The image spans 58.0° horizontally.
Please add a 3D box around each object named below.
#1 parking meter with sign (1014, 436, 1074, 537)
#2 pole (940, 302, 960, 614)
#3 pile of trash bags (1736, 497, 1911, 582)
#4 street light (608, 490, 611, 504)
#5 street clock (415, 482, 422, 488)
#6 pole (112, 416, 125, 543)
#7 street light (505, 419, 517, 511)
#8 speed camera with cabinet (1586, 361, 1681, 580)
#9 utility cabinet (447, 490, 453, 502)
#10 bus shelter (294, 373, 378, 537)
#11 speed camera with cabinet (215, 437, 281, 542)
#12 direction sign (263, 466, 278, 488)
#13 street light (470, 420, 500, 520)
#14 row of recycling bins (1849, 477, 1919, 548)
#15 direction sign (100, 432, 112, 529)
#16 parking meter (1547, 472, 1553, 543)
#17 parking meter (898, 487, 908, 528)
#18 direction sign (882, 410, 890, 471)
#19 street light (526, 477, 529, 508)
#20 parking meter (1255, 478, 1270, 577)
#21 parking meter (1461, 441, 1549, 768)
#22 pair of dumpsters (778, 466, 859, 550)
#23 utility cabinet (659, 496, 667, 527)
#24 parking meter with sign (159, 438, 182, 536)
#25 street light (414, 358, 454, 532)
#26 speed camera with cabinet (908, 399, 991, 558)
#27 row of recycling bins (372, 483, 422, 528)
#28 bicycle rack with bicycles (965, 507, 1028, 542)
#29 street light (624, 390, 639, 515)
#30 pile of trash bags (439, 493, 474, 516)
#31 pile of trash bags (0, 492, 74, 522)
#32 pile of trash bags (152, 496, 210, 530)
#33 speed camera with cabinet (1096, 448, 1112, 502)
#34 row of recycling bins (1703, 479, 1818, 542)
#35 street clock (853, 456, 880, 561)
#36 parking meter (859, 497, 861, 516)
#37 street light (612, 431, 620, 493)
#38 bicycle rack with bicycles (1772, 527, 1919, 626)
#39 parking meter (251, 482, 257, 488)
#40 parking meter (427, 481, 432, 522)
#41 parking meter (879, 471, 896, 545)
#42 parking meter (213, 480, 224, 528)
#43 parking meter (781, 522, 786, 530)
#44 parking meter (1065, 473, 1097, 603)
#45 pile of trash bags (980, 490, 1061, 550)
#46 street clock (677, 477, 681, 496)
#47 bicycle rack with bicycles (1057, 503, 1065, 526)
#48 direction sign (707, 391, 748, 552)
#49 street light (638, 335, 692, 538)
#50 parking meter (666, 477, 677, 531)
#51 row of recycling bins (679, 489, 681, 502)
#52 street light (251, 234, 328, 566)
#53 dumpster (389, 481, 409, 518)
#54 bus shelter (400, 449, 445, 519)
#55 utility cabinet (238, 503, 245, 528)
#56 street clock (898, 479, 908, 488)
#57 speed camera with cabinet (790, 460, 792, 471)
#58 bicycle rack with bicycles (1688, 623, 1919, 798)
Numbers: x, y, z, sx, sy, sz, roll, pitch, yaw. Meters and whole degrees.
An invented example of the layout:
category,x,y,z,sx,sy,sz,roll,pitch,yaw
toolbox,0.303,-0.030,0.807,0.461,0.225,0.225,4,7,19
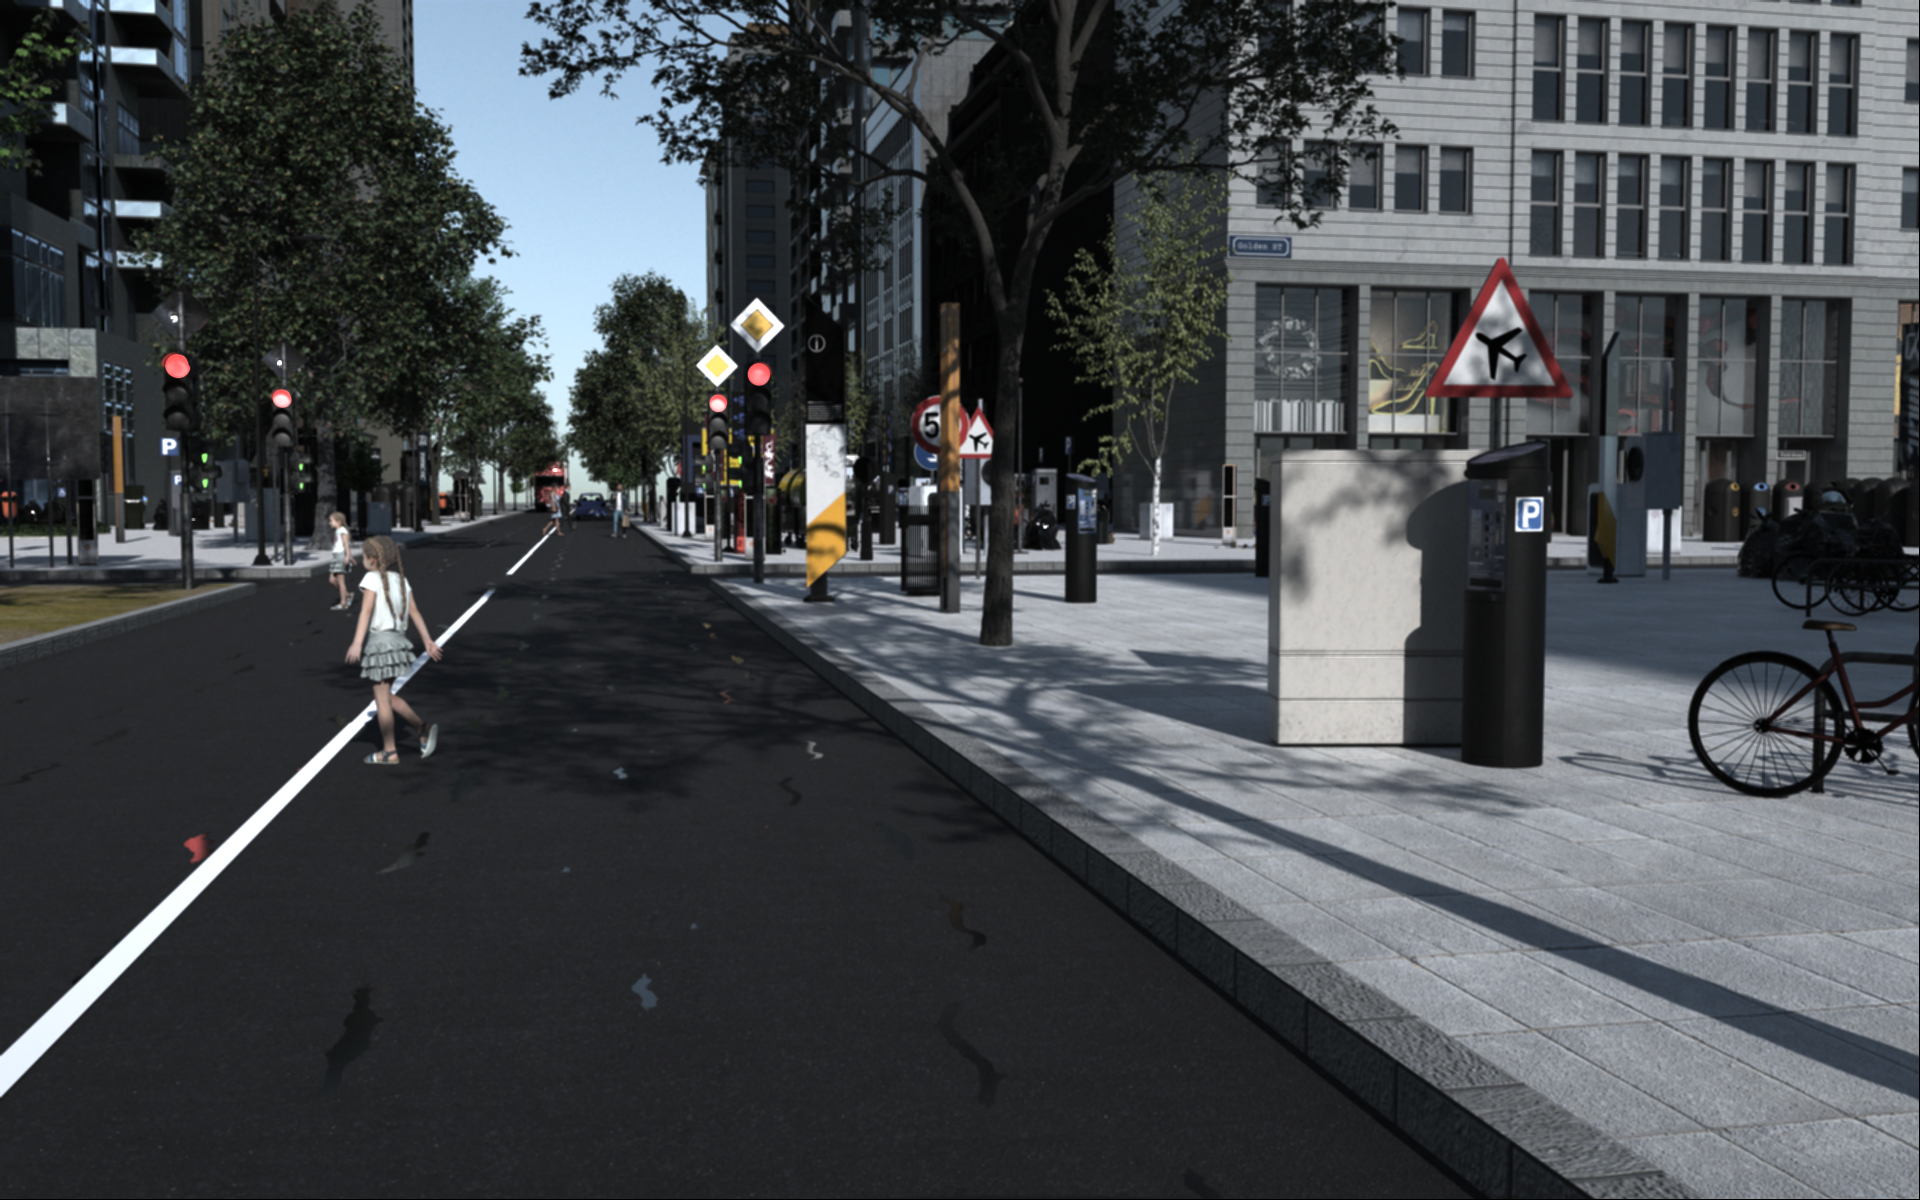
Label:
category,x,y,z,sx,sy,sz,roll,pitch,yaw
parking meter with sign,2.514,-3.413,52.069,1.738,3.016,0.543,-1,4,-17
pole,-0.107,-1.513,18.586,0.158,3.312,0.155,0,3,0
pile of trash bags,13.690,-1.000,26.099,3.447,1.369,1.912,0,4,7
street light,-24.742,-9.403,126.276,1.470,5.913,1.316,-1,4,-12
street clock,-26.051,-4.808,83.183,0.358,2.002,0.471,1,4,15
pole,-22.050,-3.152,45.385,0.158,3.312,0.155,0,3,0
street light,-28.075,-8.194,106.507,1.470,5.913,1.316,-1,4,-12
speed camera with cabinet,10.320,-1.972,26.581,0.660,3.252,2.038,0,4,-3
utility cabinet,-30.286,-5.820,103.831,1.173,1.500,0.318,2,4,35
bus shelter,-20.619,-4.817,56.396,2.179,5.291,8.768,-1,4,-12
speed camera with cabinet,-19.125,-3.201,46.666,0.660,3.252,2.038,1,4,17
direction sign,-33.364,-5.613,83.770,0.876,3.537,0.379,1,4,17
street light,-23.472,-6.887,85.139,1.470,5.913,1.316,-1,4,-12
row of recycling bins,23.018,-2.199,43.070,1.069,1.692,3.534,-1,4,-9
direction sign,-31.367,-4.375,63.528,0.379,3.537,0.876,-1,4,-12
parking meter,15.327,-2.433,45.494,0.399,1.863,0.255,-2,4,-28
parking meter,-2.122,-3.451,64.842,0.372,1.533,0.369,0,3,0
direction sign,-2.019,-3.378,47.233,0.379,3.537,0.876,1,4,11
street light,-33.834,-9.855,133.664,1.470,5.913,1.316,-1,4,-12
parking meter,4.774,-1.128,26.850,0.372,1.533,0.369,0,3,0
parking meter,2.590,0.011,8.233,0.372,1.533,0.369,0,3,0
pair of dumpsters,-3.362,-2.387,41.525,1.574,2.255,4.437,-1,4,-12
utility cabinet,-11.618,-3.471,67.916,0.306,1.237,1.020,-1,4,-12
parking meter with sign,-24.040,-3.475,53.085,0.543,3.016,1.738,-3,4,-36
street light,-17.729,-5.252,58.419,1.470,5.913,1.316,-1,4,-12
speed camera with cabinet,-0.055,-2.519,35.521,2.038,3.252,0.660,-2,4,-33
row of recycling bins,-22.411,-3.628,66.434,3.534,1.692,1.069,0,4,3
bicycle rack with bicycles,0.170,-2.080,47.395,2.925,0.926,2.852,1,4,23
street light,-14.347,-6.442,77.875,1.470,5.913,1.316,-1,4,-12
pile of trash bags,-29.612,-5.572,100.853,1.912,1.369,3.447,0,4,2
pile of trash bags,-33.083,-3.179,61.731,1.912,1.369,3.447,0,4,-1
pile of trash bags,-27.688,-3.168,61.553,1.912,1.369,3.447,-2,4,-25
speed camera with cabinet,5.954,-4.804,72.880,0.660,3.252,2.038,1,4,14
row of recycling bins,21.707,-2.403,46.407,3.534,1.692,1.069,0,4,-1
street clock,-1.808,-1.766,33.450,0.471,2.002,0.358,1,4,22
parking meter,-6.030,-5.712,101.801,0.372,1.533,0.369,0,3,0
street light,-20.232,-8.114,105.208,1.470,5.913,1.316,-1,4,-12
bicycle rack with bicycles,10.079,-0.301,18.297,2.925,0.926,2.852,3,5,45
parking meter,-34.323,-4.790,84.027,0.399,1.863,0.255,1,4,20
parking meter,-24.344,-4.526,79.715,0.255,1.863,0.399,0,4,-2
parking meter,-1.837,-2.340,43.962,0.255,1.863,0.399,3,5,42
parking meter,-28.134,-3.670,65.723,0.399,1.863,0.255,3,5,42
parking meter,-6.396,-3.260,61.713,0.372,1.533,0.369,0,3,0
parking meter,1.432,-0.739,20.494,0.372,1.533,0.369,0,3,0
pile of trash bags,1.378,-1.925,41.232,1.912,1.369,3.447,0,4,-1
street clock,-12.273,-4.287,74.660,0.471,2.002,0.358,-3,5,-41
bicycle rack with bicycles,3.830,-3.406,69.077,2.925,0.926,2.852,-1,4,-18
direction sign,-5.104,-2.820,38.101,0.876,3.537,0.379,0,4,-1
street light,-8.588,-4.789,50.848,1.470,5.913,1.316,-1,4,-12
parking meter,-10.012,-3.329,60.138,0.255,1.863,0.399,-2,4,-28
row of recycling bins,-15.809,-5.928,104.042,1.069,1.692,3.534,1,4,16
street light,-11.999,-3.577,31.020,1.470,5.913,1.316,-1,4,-12
dumpster,-24.894,-4.366,77.148,1.264,1.857,1.865,-1,4,-12
bus shelter,-27.985,-6.063,90.418,1.731,3.624,6.357,-1,4,-12
utility cabinet,-26.534,-3.447,65.032,1.173,1.500,0.318,1,4,14
street clock,-2.695,-4.720,81.737,0.358,2.002,0.471,-3,4,-38
speed camera with cabinet,-9.236,-6.434,99.525,0.660,3.252,2.038,-2,4,-31
bicycle rack with bicycles,4.961,0.372,7.305,2.925,0.926,2.852,3,5,42
